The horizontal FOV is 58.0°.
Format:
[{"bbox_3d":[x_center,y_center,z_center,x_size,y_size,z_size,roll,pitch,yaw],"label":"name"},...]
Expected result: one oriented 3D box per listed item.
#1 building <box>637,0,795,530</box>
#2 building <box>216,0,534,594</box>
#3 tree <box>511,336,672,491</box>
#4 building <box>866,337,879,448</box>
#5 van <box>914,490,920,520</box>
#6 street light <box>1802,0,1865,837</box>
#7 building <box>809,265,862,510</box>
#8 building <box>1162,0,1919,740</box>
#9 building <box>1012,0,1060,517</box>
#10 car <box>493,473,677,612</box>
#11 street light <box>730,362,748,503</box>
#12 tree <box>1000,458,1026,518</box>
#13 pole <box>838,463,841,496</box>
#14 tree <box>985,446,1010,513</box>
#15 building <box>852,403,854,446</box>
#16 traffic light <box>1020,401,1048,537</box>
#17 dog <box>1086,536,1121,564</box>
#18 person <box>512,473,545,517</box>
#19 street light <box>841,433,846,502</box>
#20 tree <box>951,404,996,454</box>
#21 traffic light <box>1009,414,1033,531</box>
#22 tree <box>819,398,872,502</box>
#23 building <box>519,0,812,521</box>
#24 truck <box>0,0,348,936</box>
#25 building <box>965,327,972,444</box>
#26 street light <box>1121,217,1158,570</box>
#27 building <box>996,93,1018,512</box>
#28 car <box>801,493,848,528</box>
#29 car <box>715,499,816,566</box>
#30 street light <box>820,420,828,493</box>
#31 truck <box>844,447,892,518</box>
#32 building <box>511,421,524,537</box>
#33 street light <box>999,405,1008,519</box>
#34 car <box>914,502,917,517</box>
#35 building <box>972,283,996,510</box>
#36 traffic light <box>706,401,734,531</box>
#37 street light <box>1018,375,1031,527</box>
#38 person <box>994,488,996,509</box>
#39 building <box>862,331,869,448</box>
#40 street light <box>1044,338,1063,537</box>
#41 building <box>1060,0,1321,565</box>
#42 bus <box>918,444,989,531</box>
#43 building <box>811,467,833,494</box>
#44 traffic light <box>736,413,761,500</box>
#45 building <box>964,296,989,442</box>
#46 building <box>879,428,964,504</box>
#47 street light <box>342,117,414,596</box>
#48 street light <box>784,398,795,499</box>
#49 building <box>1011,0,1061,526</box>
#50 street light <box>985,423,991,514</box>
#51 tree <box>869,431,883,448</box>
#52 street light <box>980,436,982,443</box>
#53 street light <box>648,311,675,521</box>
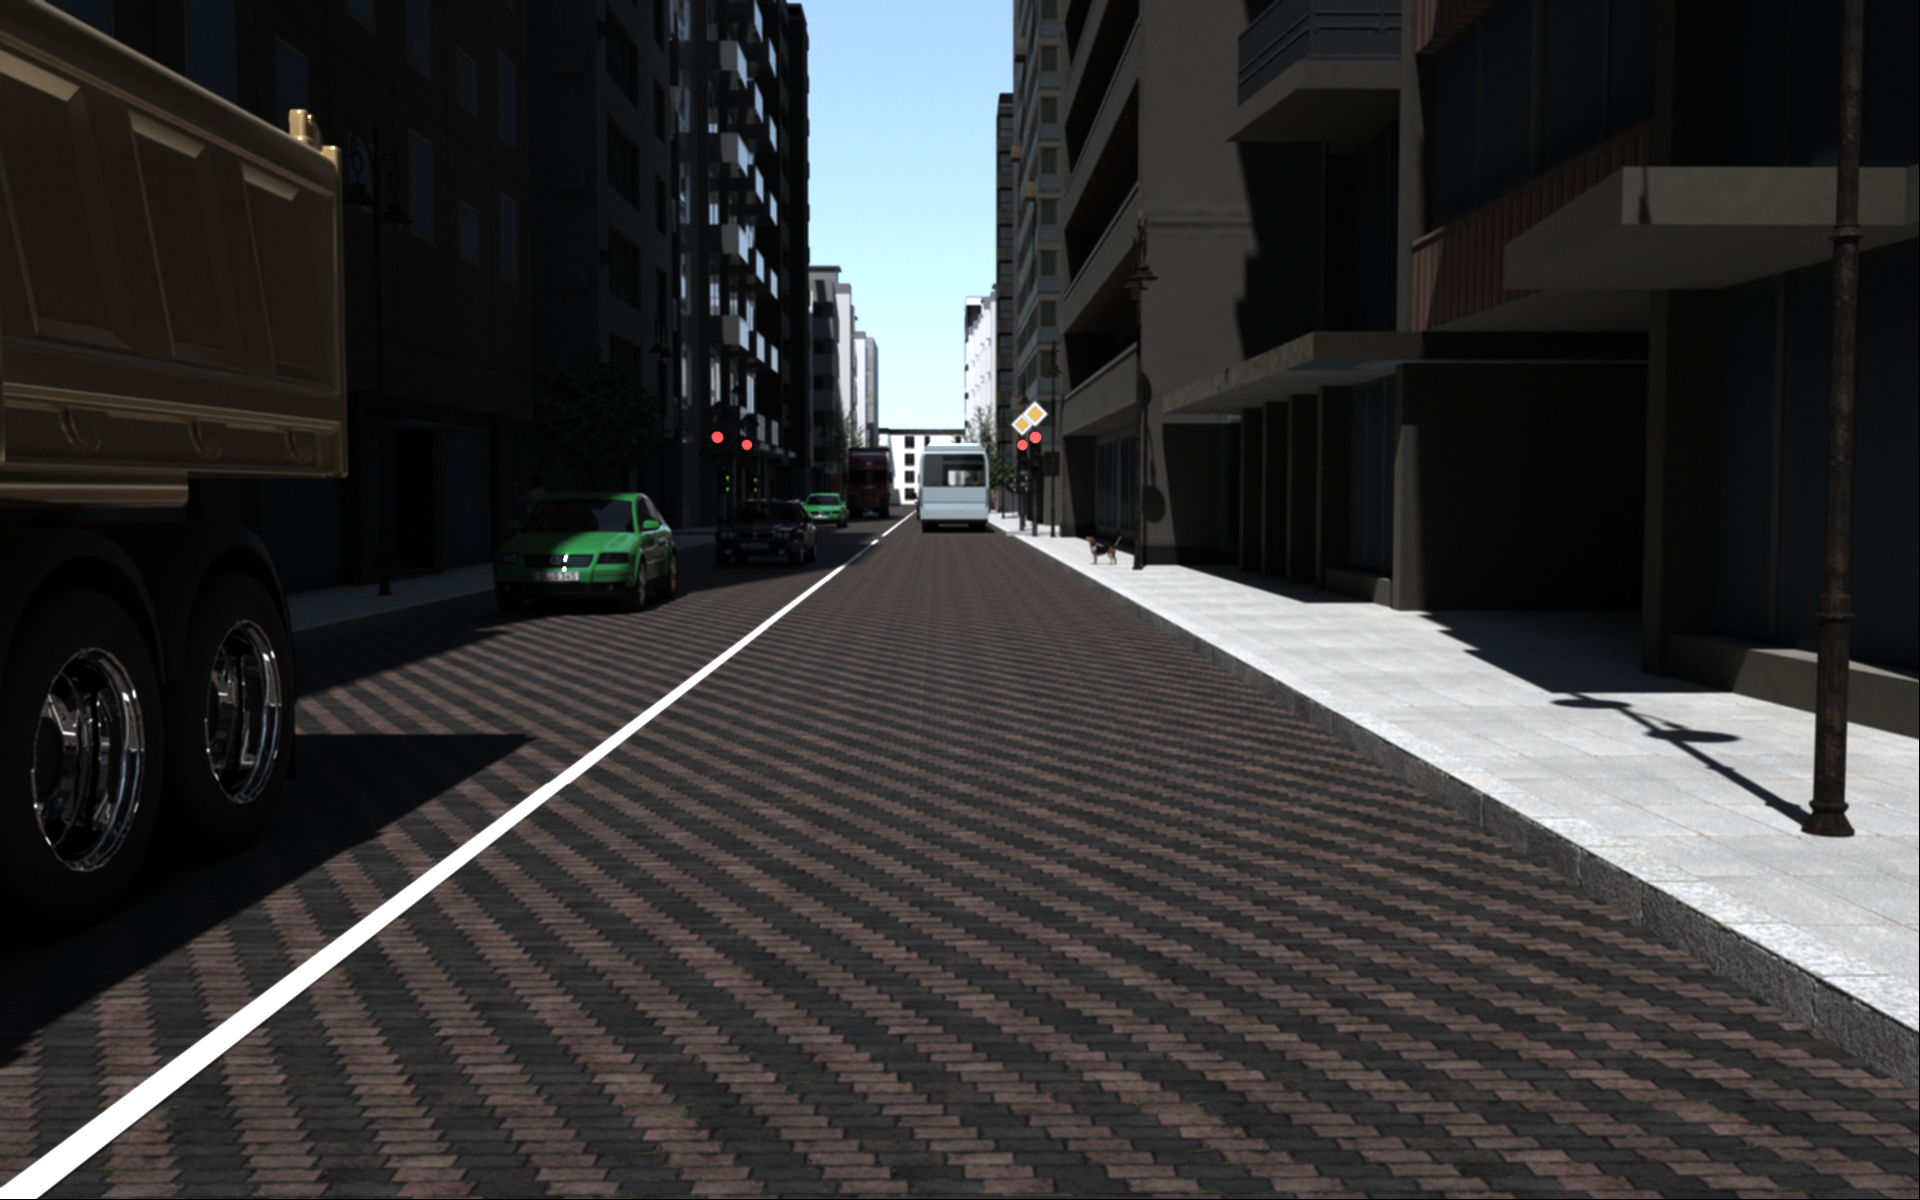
[{"bbox_3d":[-19.725,-27.774,73.715,23.786,49.044,30.456,0,4,-1],"label":"building"},{"bbox_3d":[-15.106,-22.948,25.312,14.600,45.320,14.200,0,4,-1],"label":"building"},{"bbox_3d":[-7.771,-3.220,36.362,4.285,4.588,4.351,0,3,0],"label":"tree"},{"bbox_3d":[-25.550,-20.565,202.697,31.486,18.905,16.747,0,4,-1],"label":"building"},{"bbox_3d":[-1.436,-5.611,96.125,2.240,2.365,5.245,0,4,-2],"label":"van"},{"bbox_3d":[3.287,-2.055,6.380,0.468,5.910,1.993,0,4,-1],"label":"street light"},{"bbox_3d":[-16.499,-17.410,141.081,16.016,20.091,11.380,0,4,-1],"label":"building"},{"bbox_3d":[14.467,-22.060,15.303,22.147,44.769,28.867,0,4,-1],"label":"building"},{"bbox_3d":[10.296,-27.578,101.005,14.600,45.320,14.200,0,4,-1],"label":"building"},{"bbox_3d":[-4.790,-0.838,22.499,1.959,1.807,4.718,0,4,-2],"label":"car"},{"bbox_3d":[-7.767,-5.388,60.885,0.468,5.910,1.993,0,4,-1],"label":"street light"},{"bbox_3d":[3.021,-6.078,93.981,1.663,3.219,1.824,0,3,0],"label":"tree"},{"bbox_3d":[-7.976,-7.397,114.780,0.158,3.312,0.155,0,3,0],"label":"pole"},{"bbox_3d":[2.016,-8.258,118.731,4.285,4.588,4.351,0,3,0],"label":"tree"},{"bbox_3d":[-14.393,-13.393,161.117,9.099,9.664,28.070,0,4,-1],"label":"building"},{"bbox_3d":[2.242,-3.876,52.294,0.839,4.253,0.868,0,4,-1],"label":"traffic light"},{"bbox_3d":[2.613,-0.903,31.599,0.540,0.507,0.406,-1,4,-21],"label":"dog"},{"bbox_3d":[-7.437,-1.370,29.909,0.517,1.644,0.566,-2,4,-27],"label":"person"},{"bbox_3d":[-8.684,-9.547,128.879,0.468,5.910,1.993,0,4,-1],"label":"street light"},{"bbox_3d":[1.596,-11.550,139.199,4.737,8.622,4.395,0,3,0],"label":"tree"},{"bbox_3d":[2.139,-4.364,60.278,0.839,4.253,0.868,0,4,-1],"label":"traffic light"},{"bbox_3d":[-8.828,-11.148,132.632,4.737,8.622,4.395,0,3,0],"label":"tree"},{"bbox_3d":[-15.953,-19.910,97.224,14.160,30.474,14.107,0,4,-1],"label":"building"},{"bbox_3d":[-4.079,-0.449,3.259,3.469,3.379,9.791,0,4,0],"label":"truck"},{"bbox_3d":[8.577,-19.348,172.766,16.016,20.091,11.380,0,4,-1],"label":"building"},{"bbox_3d":[3.009,-3.451,29.212,0.468,5.910,1.993,0,4,-1],"label":"street light"},{"bbox_3d":[9.611,-21.815,128.380,14.160,30.474,14.107,0,4,-1],"label":"building"},{"bbox_3d":[-5.775,-3.971,73.716,1.959,1.807,4.718,0,4,0],"label":"car"},{"bbox_3d":[-3.966,-1.412,35.670,1.945,1.354,3.894,0,4,1],"label":"car"},{"bbox_3d":[-8.333,-8.159,106.190,0.468,5.910,1.993,0,4,-1],"label":"street light"},{"bbox_3d":[-5.556,-7.192,106.497,2.839,4.237,11.283,0,4,-2],"label":"truck"},{"bbox_3d":[-15.069,-16.714,44.974,14.107,30.474,14.160,0,4,-1],"label":"building"},{"bbox_3d":[2.263,-7.193,90.394,0.468,5.910,1.993,0,4,-1],"label":"street light"},{"bbox_3d":[-1.870,-5.845,108.142,1.945,1.354,3.894,0,4,-2],"label":"car"},{"bbox_3d":[9.465,-18.634,161.082,16.016,20.091,11.380,0,4,-1],"label":"building"},{"bbox_3d":[-7.238,-3.868,52.156,0.839,4.253,0.868,0,4,-1],"label":"traffic light"},{"bbox_3d":[2.494,-5.795,67.536,0.468,5.910,1.993,0,4,-1],"label":"street light"},{"bbox_3d":[3.041,-8.266,141.711,0.721,1.766,1.217,-1,4,-8],"label":"person"},{"bbox_3d":[-17.491,-19.870,181.287,16.016,20.091,11.380,0,4,-1],"label":"building"},{"bbox_3d":[2.763,-4.805,51.349,0.468,5.910,1.993,0,4,-1],"label":"street light"},{"bbox_3d":[13.785,-25.485,40.380,21.300,48.544,21.600,0,4,-1],"label":"building"},{"bbox_3d":[-0.287,-4.599,70.049,2.948,3.499,13.247,0,4,-1],"label":"bus"},{"bbox_3d":[-24.993,-25.929,115.827,32.217,40.220,23.993,0,4,-1],"label":"building"},{"bbox_3d":[-7.341,-4.356,60.140,0.839,4.253,0.868,0,4,-1],"label":"traffic light"},{"bbox_3d":[14.380,-21.508,195.622,27.936,21.610,32.646,0,4,-1],"label":"building"},{"bbox_3d":[-9.201,-17.231,223.879,28.070,9.664,9.099,0,4,-1],"label":"building"},{"bbox_3d":[-7.300,-2.998,21.803,0.468,5.910,1.993,0,4,-1],"label":"street light"},{"bbox_3d":[-8.173,-6.758,83.276,0.468,5.910,1.993,0,4,-1],"label":"street light"},{"bbox_3d":[14.552,-23.430,74.956,23.993,40.220,32.217,0,4,-1],"label":"building"},{"bbox_3d":[1.844,-8.547,112.529,0.468,5.910,1.993,0,4,-1],"label":"street light"},{"bbox_3d":[-10.346,-14.691,190.554,4.360,8.622,3.978,0,3,0],"label":"tree"},{"bbox_3d":[1.638,-9.919,134.961,0.468,5.910,1.993,0,4,-1],"label":"street light"},{"bbox_3d":[-7.554,-4.352,43.940,0.468,5.910,1.993,0,4,-1],"label":"street light"}]
